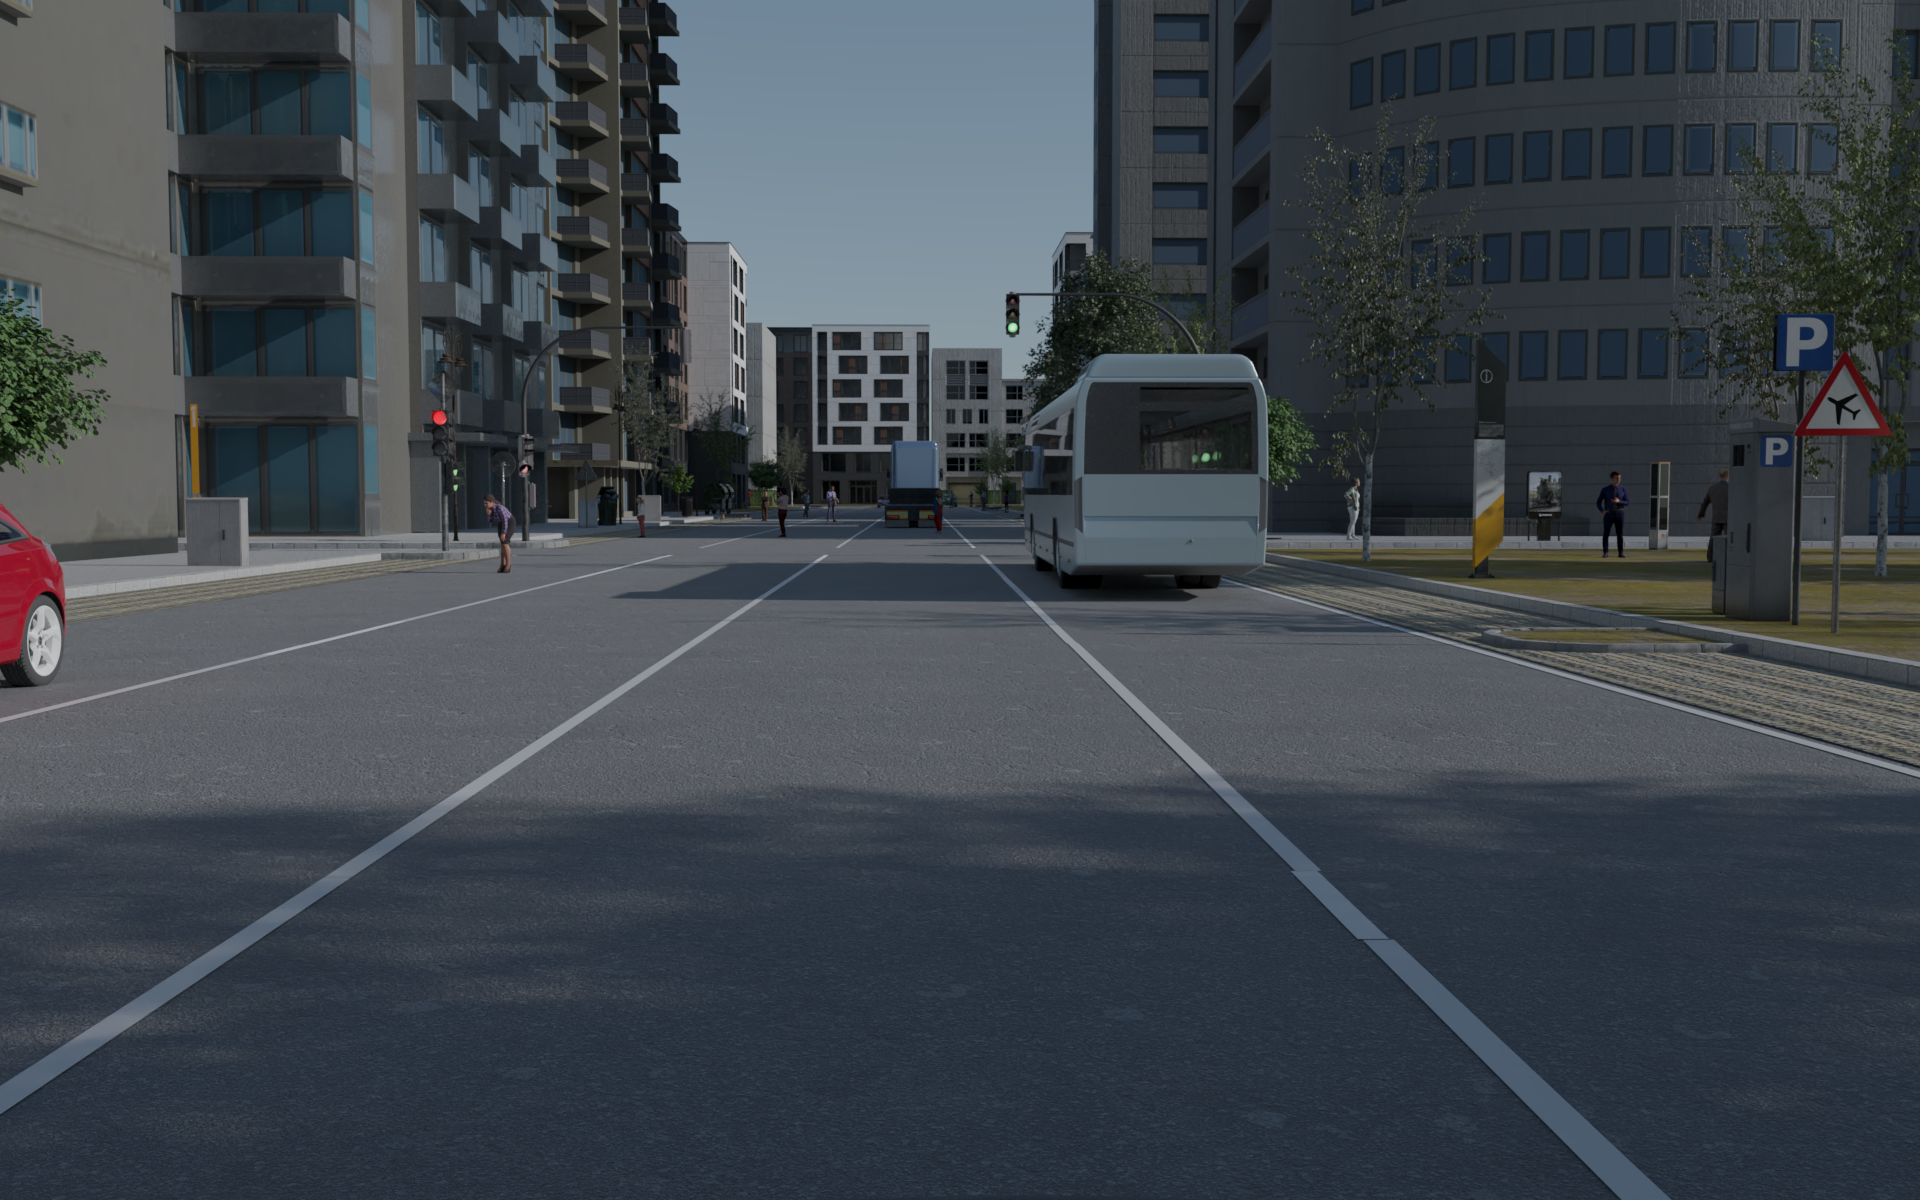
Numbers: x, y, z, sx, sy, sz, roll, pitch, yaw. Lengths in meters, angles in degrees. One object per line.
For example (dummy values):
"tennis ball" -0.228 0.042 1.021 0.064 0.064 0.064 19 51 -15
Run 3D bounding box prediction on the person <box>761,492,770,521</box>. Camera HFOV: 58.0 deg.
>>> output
"person" -10.363 -4.984 92.256 0.482 1.546 0.388 0 4 7

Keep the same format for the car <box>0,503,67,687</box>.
"car" -7.645 -0.147 11.443 2.155 1.783 4.494 0 4 -3

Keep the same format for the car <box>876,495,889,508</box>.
"car" -7.774 -10.331 181.493 1.945 1.354 3.894 0 4 0

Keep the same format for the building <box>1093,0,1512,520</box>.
"building" 18.868 -34.603 107.755 21.231 58.520 28.212 0 4 -1

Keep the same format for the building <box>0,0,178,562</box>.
"building" -27.311 -24.572 25.461 21.600 48.544 21.300 0 4 -1

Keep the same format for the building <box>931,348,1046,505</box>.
"building" 12.199 -21.535 218.554 31.486 18.905 16.747 0 4 -1

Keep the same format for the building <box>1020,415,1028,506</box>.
"building" 11.671 -14.686 182.266 9.099 9.664 28.070 0 4 -1

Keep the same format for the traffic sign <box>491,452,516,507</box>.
"traffic sign" -13.717 -3.175 52.015 0.768 2.556 0.104 1 4 8

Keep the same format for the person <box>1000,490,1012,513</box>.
"person" 3.490 -7.497 131.751 1.217 1.739 0.721 -3 5 -42

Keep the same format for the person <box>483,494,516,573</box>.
"person" -8.324 -1.198 31.321 0.421 1.427 0.697 2 4 29

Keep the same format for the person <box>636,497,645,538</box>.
"person" -10.475 -2.720 56.885 0.435 1.345 0.340 2 4 32

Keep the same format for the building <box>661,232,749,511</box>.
"building" -32.475 -17.986 138.042 27.936 21.610 32.646 0 4 -1

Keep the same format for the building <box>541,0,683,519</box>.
"building" -28.350 -27.287 100.759 22.147 44.769 28.867 0 4 -1

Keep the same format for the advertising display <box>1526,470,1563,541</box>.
"advertising display" 15.951 -2.573 47.277 0.974 1.923 0.123 0 4 -4

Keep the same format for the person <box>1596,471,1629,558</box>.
"person" 13.173 -1.721 34.892 0.576 1.737 0.504 0 4 3

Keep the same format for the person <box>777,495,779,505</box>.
"person" -21.157 -11.753 198.751 0.990 1.755 0.434 1 4 13

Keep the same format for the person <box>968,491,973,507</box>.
"person" 1.146 -11.190 191.898 0.568 1.767 0.683 1 4 12

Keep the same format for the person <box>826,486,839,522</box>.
"person" -6.439 -4.851 87.676 0.709 1.838 0.599 -3 4 -36

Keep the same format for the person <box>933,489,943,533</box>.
"person" -0.827 -3.242 63.215 0.444 1.614 0.593 1 4 13

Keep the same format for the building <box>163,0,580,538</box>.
"building" -27.708 -27.121 63.042 23.786 49.044 30.456 0 4 -1

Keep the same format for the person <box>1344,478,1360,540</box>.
"person" 10.964 -2.543 48.341 0.376 1.734 0.841 2 4 29

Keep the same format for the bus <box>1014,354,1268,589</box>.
"bus" 2.663 -2.113 29.410 2.948 3.499 13.247 0 4 -1

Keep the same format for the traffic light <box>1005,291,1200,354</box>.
"traffic light" 3.392 -3.943 39.137 4.771 5.953 1.251 0 4 -1

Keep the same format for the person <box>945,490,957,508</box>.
"person" -0.864 -10.294 176.890 1.350 1.814 0.705 2 4 24

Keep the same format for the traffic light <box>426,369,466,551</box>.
"traffic light" -11.575 -3.057 38.907 0.839 4.253 0.868 0 4 -1

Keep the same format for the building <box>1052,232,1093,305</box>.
"building" 21.788 -18.829 151.830 27.936 21.610 32.646 0 4 -1

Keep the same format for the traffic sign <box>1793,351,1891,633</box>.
"traffic sign" 8.064 -0.972 15.895 0.884 2.594 0.081 0 4 1

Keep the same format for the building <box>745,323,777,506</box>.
"building" -36.284 -19.587 186.709 31.486 18.905 16.747 0 4 -1

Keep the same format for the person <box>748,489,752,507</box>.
"person" -21.619 -10.476 177.290 0.705 1.831 1.348 2 4 27

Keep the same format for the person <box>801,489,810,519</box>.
"person" -8.923 -5.590 100.616 0.376 1.734 0.841 2 4 28

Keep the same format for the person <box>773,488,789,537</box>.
"person" -5.978 -2.923 57.744 0.517 1.644 0.566 -1 4 -10

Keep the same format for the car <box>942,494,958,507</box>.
"car" -1.256 -10.953 190.873 2.131 1.459 4.920 0 4 -3

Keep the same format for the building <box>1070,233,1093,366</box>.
"building" 16.065 -16.714 129.698 16.016 20.091 11.380 0 4 -1

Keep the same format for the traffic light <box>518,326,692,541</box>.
"traffic light" -9.676 -4.422 46.974 4.771 5.953 1.251 0 4 -1

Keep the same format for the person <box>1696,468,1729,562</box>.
"person" 14.231 -1.571 32.286 0.434 1.755 0.990 -3 4 -36

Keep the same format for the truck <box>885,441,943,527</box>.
"truck" -2.163 -5.633 81.860 2.967 4.110 18.799 0 4 -1

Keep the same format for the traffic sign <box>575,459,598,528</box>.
"traffic sign" -13.994 -3.969 64.892 0.884 2.594 0.081 0 4 5

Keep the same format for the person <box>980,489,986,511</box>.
"person" 1.885 -8.509 147.498 0.599 1.838 0.709 1 4 21

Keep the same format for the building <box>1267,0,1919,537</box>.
"building" 24.265 -31.718 60.589 28.212 58.520 21.231 0 4 -1

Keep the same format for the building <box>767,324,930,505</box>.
"building" -20.279 -23.143 222.369 32.646 21.610 27.936 0 4 -1
